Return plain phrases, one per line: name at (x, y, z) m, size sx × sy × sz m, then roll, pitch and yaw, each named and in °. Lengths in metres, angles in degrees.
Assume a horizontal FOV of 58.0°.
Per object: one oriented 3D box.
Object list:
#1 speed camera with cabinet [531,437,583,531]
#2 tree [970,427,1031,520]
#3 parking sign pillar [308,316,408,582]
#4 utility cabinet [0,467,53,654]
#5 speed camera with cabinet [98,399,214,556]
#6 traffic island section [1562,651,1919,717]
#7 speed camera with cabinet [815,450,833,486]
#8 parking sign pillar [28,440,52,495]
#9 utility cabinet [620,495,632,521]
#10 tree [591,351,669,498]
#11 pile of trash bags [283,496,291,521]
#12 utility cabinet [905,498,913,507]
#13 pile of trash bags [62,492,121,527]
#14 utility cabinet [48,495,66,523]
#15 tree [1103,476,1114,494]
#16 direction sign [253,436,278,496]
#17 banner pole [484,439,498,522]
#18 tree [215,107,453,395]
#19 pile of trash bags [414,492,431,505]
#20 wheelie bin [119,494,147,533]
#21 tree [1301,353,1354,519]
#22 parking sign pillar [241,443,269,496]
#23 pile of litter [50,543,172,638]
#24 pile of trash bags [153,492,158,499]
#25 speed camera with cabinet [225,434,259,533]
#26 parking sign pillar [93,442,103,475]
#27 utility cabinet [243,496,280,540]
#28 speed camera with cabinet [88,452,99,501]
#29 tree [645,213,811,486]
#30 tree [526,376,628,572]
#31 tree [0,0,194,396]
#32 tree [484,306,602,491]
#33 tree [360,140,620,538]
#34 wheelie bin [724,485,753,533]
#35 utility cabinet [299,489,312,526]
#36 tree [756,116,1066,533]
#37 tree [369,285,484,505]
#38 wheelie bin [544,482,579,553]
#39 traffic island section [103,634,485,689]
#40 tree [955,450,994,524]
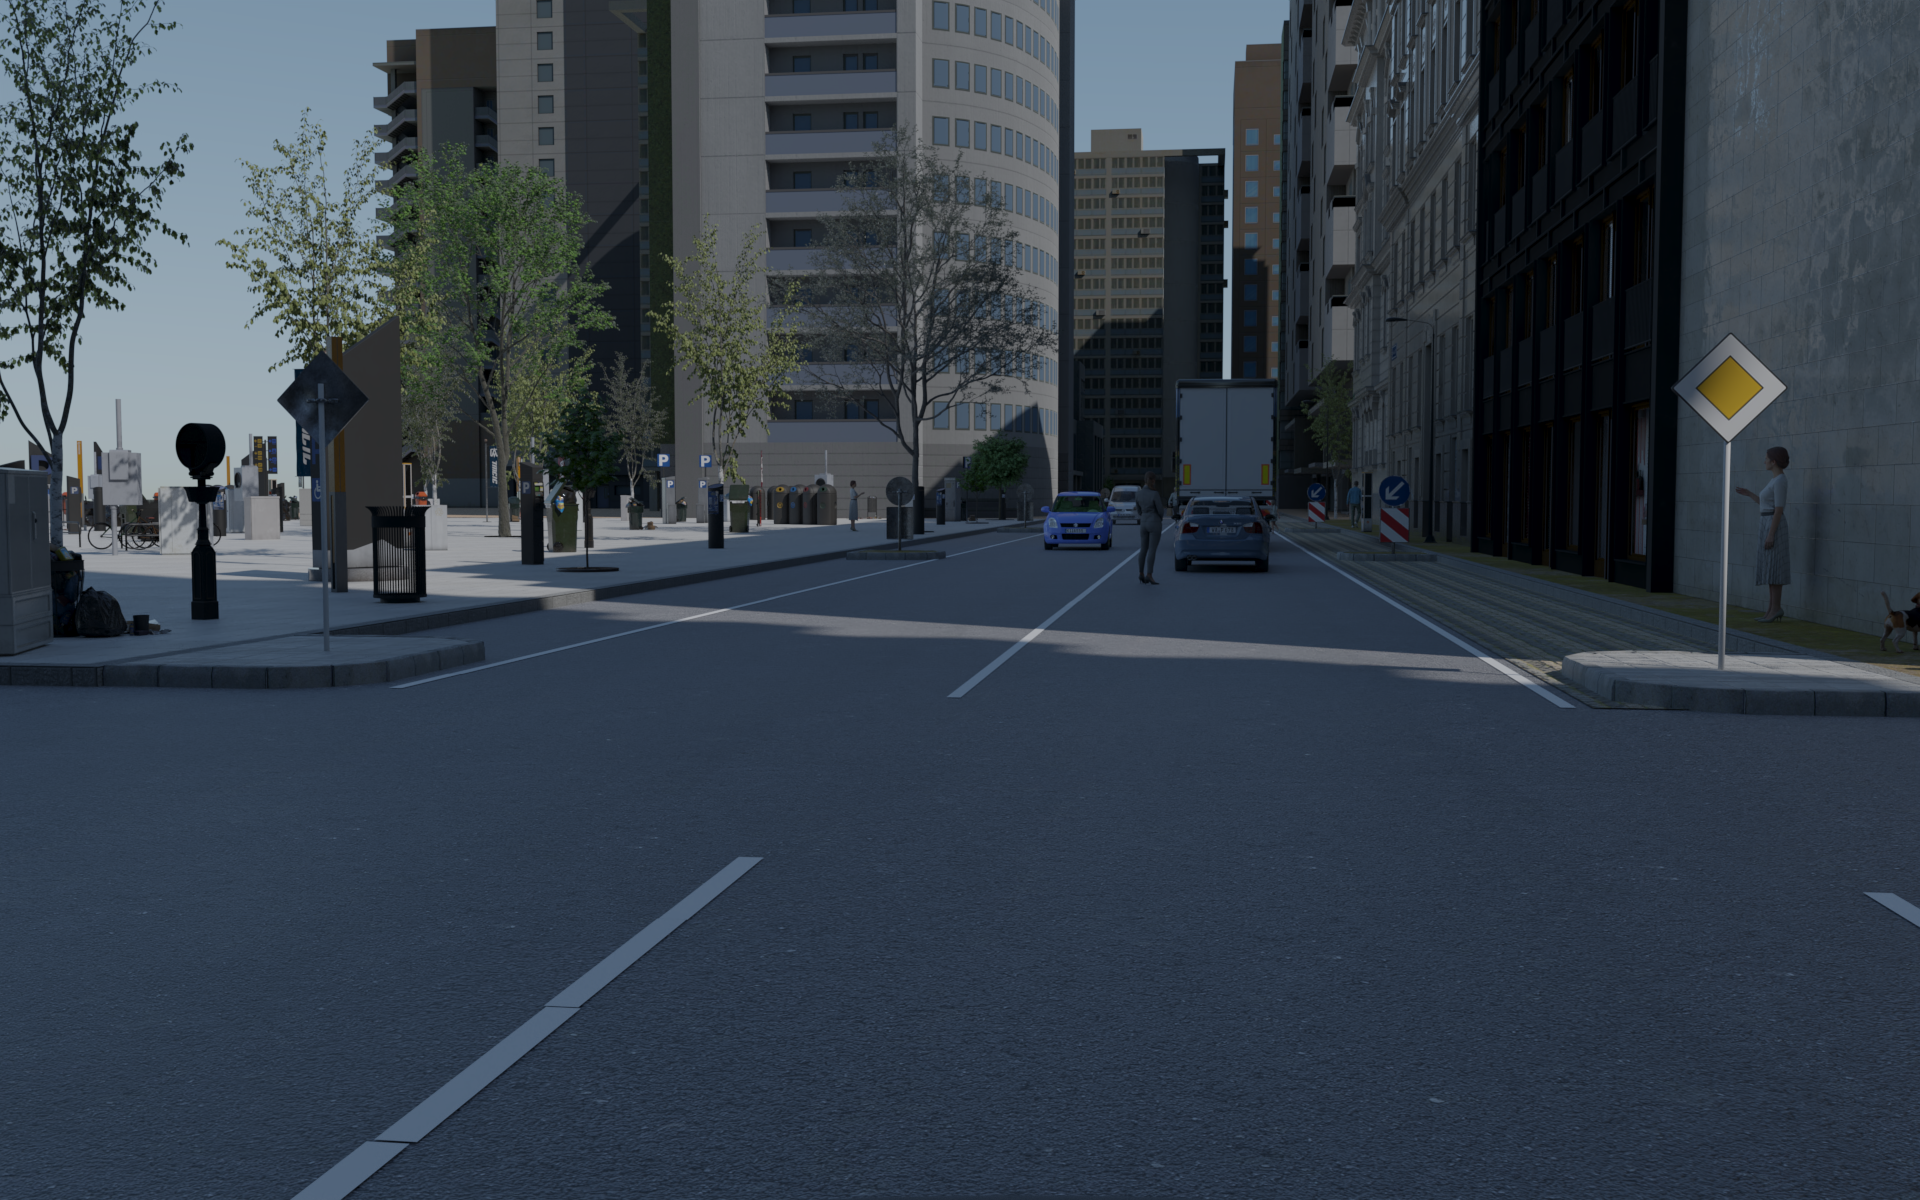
speed camera with cabinet at (-14.167, -4.036, 60.327) m, size 2.038 × 3.252 × 0.660 m, roll 1°, pitch 4°, yaw 21°
tree at (1.922, -6.217, 85.363) m, size 4.285 × 4.588 × 4.351 m, roll 0°, pitch 3°, yaw 0°
parking sign pillar at (-9.019, -2.288, 25.886) m, size 1.447 × 3.967 × 1.447 m, roll 3°, pitch 4°, yaw 38°
utility cabinet at (-7.735, -0.335, 14.153) m, size 0.318 × 1.500 × 1.173 m, roll -1°, pitch 4°, yaw -14°
speed camera with cabinet at (-16.882, -2.576, 36.450) m, size 2.038 × 3.252 × 0.660 m, roll -1°, pitch 4°, yaw -16°
traffic island section at (5.605, 0.589, 12.646) m, size 2.009 × 0.180 × 2.903 m, roll 1°, pitch 4°, yaw 8°
speed camera with cabinet at (-6.745, -5.142, 78.403) m, size 2.038 × 3.252 × 0.660 m, roll 2°, pitch 4°, yaw 28°
parking sign pillar at (-45.882, -6.014, 86.797) m, size 1.447 × 3.967 × 1.447 m, roll -2°, pitch 4°, yaw -35°
utility cabinet at (-15.837, -4.346, 82.213) m, size 0.306 × 1.237 × 1.020 m, roll 0°, pitch 4°, yaw 3°
tree at (-16.871, -8.479, 88.993) m, size 4.360 × 8.622 × 3.978 m, roll 0°, pitch 3°, yaw 0°
pile of trash bags at (-32.410, -4.480, 83.007) m, size 3.447 × 1.369 × 1.912 m, roll 0°, pitch 4°, yaw -3°
utility cabinet at (-1.848, -3.486, 68.161) m, size 0.306 × 1.237 × 1.020 m, roll -1°, pitch 4°, yaw -23°
pile of trash bags at (-34.361, -3.611, 68.793) m, size 3.447 × 1.369 × 1.912 m, roll 1°, pitch 4°, yaw 21°
utility cabinet at (-39.870, -3.982, 76.273) m, size 1.020 × 1.237 × 0.306 m, roll 1°, pitch 4°, yaw 16°
tree at (14.356, -10.471, 165.808) m, size 1.663 × 3.219 × 1.824 m, roll 0°, pitch 3°, yaw 0°
direction sign at (-27.085, -4.624, 67.605) m, size 0.876 × 3.537 × 0.379 m, roll 0°, pitch 4°, yaw -7°
banner pole at (-21.379, -5.444, 79.024) m, size 0.863 × 3.779 × 0.401 m, roll -2°, pitch 4°, yaw -32°
tree at (-12.325, -5.123, 34.120) m, size 4.737 × 8.622 × 4.395 m, roll 0°, pitch 3°, yaw 0°
pile of trash bags at (-23.296, -3.890, 73.360) m, size 1.912 × 1.369 × 3.447 m, roll -3°, pitch 4°, yaw -38°
wheelie bin at (-25.723, -2.809, 53.829) m, size 0.980 × 1.594 × 0.693 m, roll 3°, pitch 5°, yaw 45°
tree at (19.606, -8.534, 89.887) m, size 4.737 × 8.622 × 4.395 m, roll 0°, pitch 3°, yaw 0°
parking sign pillar at (-37.400, -6.325, 91.879) m, size 1.447 × 3.967 × 1.447 m, roll 0°, pitch 4°, yaw 7°
pile of litter at (-8.161, -0.113, 15.818) m, size 1.719 × 0.858 × 1.176 m, roll 1°, pitch 4°, yaw 11°
pile of trash bags at (-40.024, -4.679, 86.246) m, size 1.912 × 1.369 × 3.447 m, roll -2°, pitch 4°, yaw -30°
speed camera with cabinet at (-23.812, -3.837, 57.076) m, size 0.660 × 3.252 × 2.038 m, roll -3°, pitch 5°, yaw -45°
parking sign pillar at (-44.247, -6.181, 89.529) m, size 1.447 × 3.967 × 1.447 m, roll 0°, pitch 4°, yaw -4°
utility cabinet at (-19.642, -2.298, 48.736) m, size 0.306 × 1.237 × 1.020 m, roll 2°, pitch 4°, yaw 26°
speed camera with cabinet at (-39.980, -5.343, 81.693) m, size 2.038 × 3.252 × 0.660 m, roll 0°, pitch 4°, yaw -1°
tree at (-6.191, -5.874, 46.396) m, size 4.737 × 8.622 × 4.395 m, roll 0°, pitch 3°, yaw 0°
tree at (-6.331, -2.085, 28.699) m, size 1.663 × 3.219 × 1.824 m, roll 0°, pitch 3°, yaw 0°
tree at (-11.379, -4.348, 21.450) m, size 4.360 × 8.622 × 3.978 m, roll 0°, pitch 3°, yaw 0°
tree at (-16.001, -7.082, 66.154) m, size 4.737 × 8.622 × 4.395 m, roll 0°, pitch 3°, yaw 0°
tree at (-13.642, -7.676, 51.257) m, size 9.928 × 11.665 × 9.643 m, roll 0°, pitch 3°, yaw 0°
wheelie bin at (-7.361, -3.043, 57.669) m, size 0.980 × 1.594 × 0.693 m, roll 0°, pitch 4°, yaw 2°
utility cabinet at (-25.665, -3.685, 68.925) m, size 1.173 × 1.500 × 0.318 m, roll 1°, pitch 4°, yaw 11°
tree at (-1.587, -9.002, 57.551) m, size 12.009 × 13.543 × 11.850 m, roll 0°, pitch 3°, yaw 0°
tree at (-18.406, -6.686, 59.684) m, size 4.360 × 8.622 × 3.978 m, roll 0°, pitch 3°, yaw 0°
wheelie bin at (-8.767, -1.853, 38.206) m, size 0.693 × 1.594 × 0.980 m, roll -2°, pitch 4°, yaw -26°
traffic island section at (-5.223, 0.493, 14.213) m, size 2.009 × 0.180 × 2.903 m, roll 1°, pitch 4°, yaw 8°
tree at (0.740, -4.944, 75.430) m, size 1.663 × 3.219 × 1.824 m, roll 0°, pitch 3°, yaw 0°
